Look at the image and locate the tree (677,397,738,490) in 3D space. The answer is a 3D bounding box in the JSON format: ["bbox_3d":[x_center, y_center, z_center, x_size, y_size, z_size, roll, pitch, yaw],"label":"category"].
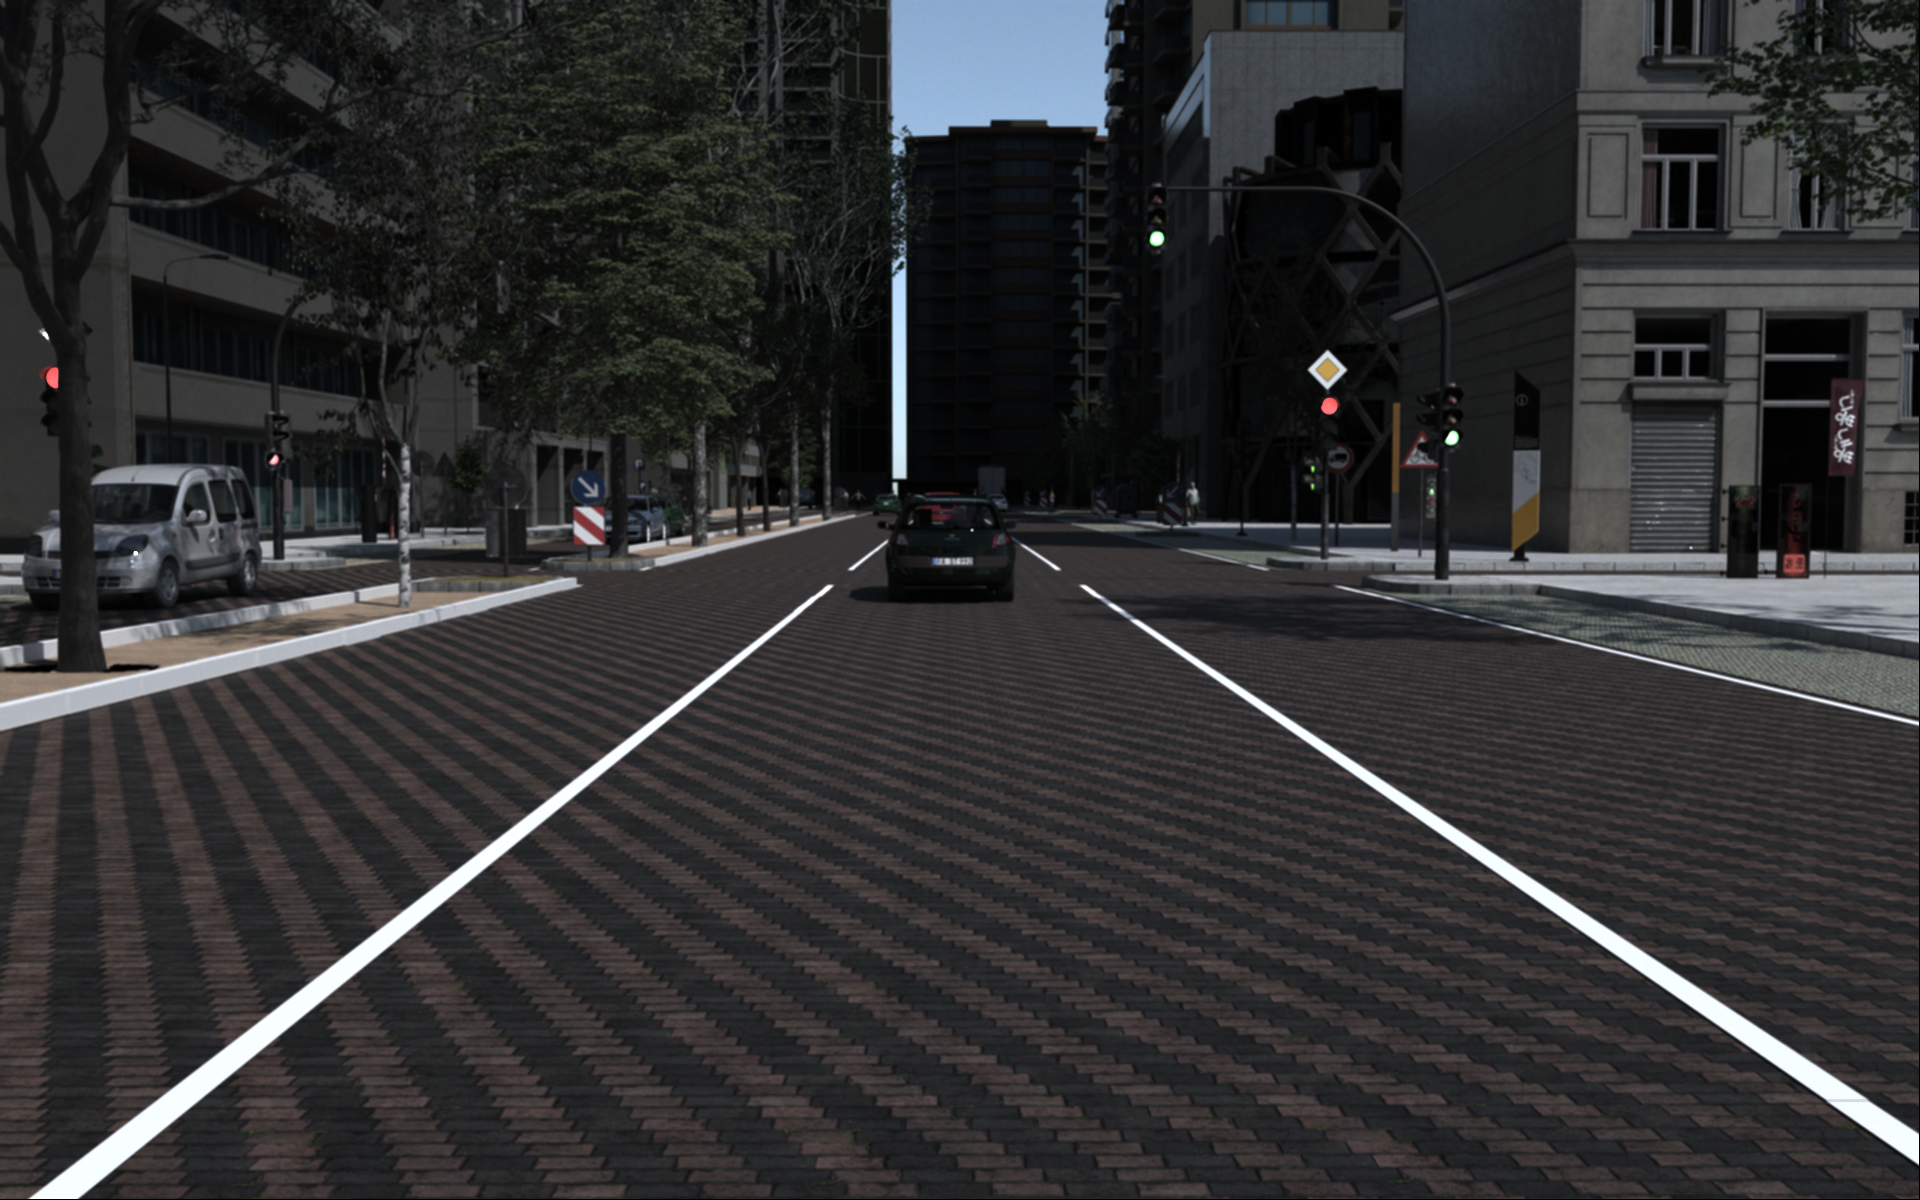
[{"bbox_3d":[-15.976,-9.686,108.736,4.737,8.622,4.395,0,3,0],"label":"tree"}]

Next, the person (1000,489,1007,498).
[{"bbox_3d":[3.543,-8.310,144.331,1.348,1.831,0.705,-3,5,-45],"label":"person"}]

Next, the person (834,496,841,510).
[{"bbox_3d":[-10.535,-8.752,151.595,1.348,1.824,0.705,2,4,28],"label":"person"}]

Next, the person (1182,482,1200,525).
[{"bbox_3d":[9.584,-4.004,71.988,0.782,1.767,0.515,-2,4,-25],"label":"person"}]

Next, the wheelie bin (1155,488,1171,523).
[{"bbox_3d":[8.914,-4.159,75.910,0.693,1.594,0.980,0,4,6],"label":"wheelie bin"}]

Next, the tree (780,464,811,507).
[{"bbox_3d":[-16.674,-11.777,176.259,4.285,4.588,4.351,0,3,0],"label":"tree"}]

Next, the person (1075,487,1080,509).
[{"bbox_3d":[9.861,-8.535,145.224,0.705,1.869,1.348,1,4,11],"label":"person"}]

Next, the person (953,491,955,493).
[{"bbox_3d":[-0.637,-9.143,158.693,0.721,1.736,1.217,-1,4,-12],"label":"person"}]

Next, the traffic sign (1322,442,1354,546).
[{"bbox_3d":[9.267,-2.596,42.547,0.768,2.556,0.104,0,4,3],"label":"traffic sign"}]

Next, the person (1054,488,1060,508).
[{"bbox_3d":[8.864,-9.384,159.437,0.705,1.831,1.348,-1,4,-19],"label":"person"}]

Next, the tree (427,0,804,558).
[{"bbox_3d":[-7.158,-7.050,35.849,7.486,12.596,7.792,0,3,0],"label":"tree"}]

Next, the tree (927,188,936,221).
[{"bbox_3d":[-8.003,-14.074,88.455,12.611,20.169,13.585,0,3,0],"label":"tree"}]

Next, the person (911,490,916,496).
[{"bbox_3d":[-4.108,-9.152,158.589,0.683,1.767,0.568,-3,4,-36],"label":"person"}]

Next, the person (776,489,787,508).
[{"bbox_3d":[-16.939,-9.627,164.178,1.217,1.736,0.721,-3,5,-41],"label":"person"}]

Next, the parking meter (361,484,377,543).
[{"bbox_3d":[-15.506,-2.264,45.433,0.372,1.533,0.369,0,3,0],"label":"parking meter"}]

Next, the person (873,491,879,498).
[{"bbox_3d":[-8.658,-10.547,181.658,1.217,1.736,0.721,-2,4,-29],"label":"person"}]

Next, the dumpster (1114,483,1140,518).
[{"bbox_3d":[8.896,-5.291,92.268,1.264,1.857,1.865,0,4,0],"label":"dumpster"}]

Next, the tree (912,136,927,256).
[{"bbox_3d":[-8.442,-13.298,75.764,12.611,20.169,13.585,0,3,0],"label":"tree"}]

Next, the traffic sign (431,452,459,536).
[{"bbox_3d":[-15.823,-3.254,53.205,0.884,2.594,0.081,0,4,8],"label":"traffic sign"}]

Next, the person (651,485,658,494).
[{"bbox_3d":[-17.279,-5.595,97.621,0.635,1.810,0.391,-1,4,-18],"label":"person"}]

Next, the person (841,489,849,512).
[{"bbox_3d":[-9.052,-7.778,135.536,0.709,1.838,0.599,0,4,5],"label":"person"}]

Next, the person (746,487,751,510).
[{"bbox_3d":[-16.906,-8.105,138.551,0.705,1.826,1.348,0,4,4],"label":"person"}]

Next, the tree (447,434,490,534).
[{"bbox_3d":[-15.767,-3.749,55.898,1.663,3.219,1.824,0,3,0],"label":"tree"}]

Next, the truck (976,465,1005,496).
[{"bbox_3d":[3.072,-11.235,172.599,2.839,4.237,11.283,0,4,-1],"label":"truck"}]

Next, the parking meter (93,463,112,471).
[{"bbox_3d":[-16.337,-1.677,33.132,0.399,1.863,0.255,-2,4,-27],"label":"parking meter"}]

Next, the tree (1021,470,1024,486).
[{"bbox_3d":[8.065,-12.356,185.738,4.285,4.588,4.351,0,3,0],"label":"tree"}]

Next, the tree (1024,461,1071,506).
[{"bbox_3d":[9.358,-11.591,173.230,4.285,4.588,4.351,0,3,0],"label":"tree"}]

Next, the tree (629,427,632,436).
[{"bbox_3d":[-15.556,-10.173,100.735,7.601,10.594,8.767,-2,4,-24],"label":"tree"}]

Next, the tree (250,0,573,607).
[{"bbox_3d":[-7.015,-4.220,21.820,4.360,8.622,3.978,0,3,0],"label":"tree"}]

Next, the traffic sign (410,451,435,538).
[{"bbox_3d":[-15.849,-3.114,51.020,0.768,2.556,0.104,0,4,3],"label":"traffic sign"}]

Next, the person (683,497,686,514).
[{"bbox_3d":[-17.371,-5.917,108.286,0.738,1.151,1.012,1,4,14],"label":"person"}]

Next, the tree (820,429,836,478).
[{"bbox_3d":[-17.255,-16.393,186.157,7.486,12.596,7.792,0,3,0],"label":"tree"}]

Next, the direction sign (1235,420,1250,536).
[{"bbox_3d":[8.661,-3.739,53.127,0.379,3.537,0.876,-1,4,-19],"label":"direction sign"}]

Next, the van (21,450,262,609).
[{"bbox_3d":[-10.750,-0.974,22.935,2.013,2.044,4.112,0,4,-1],"label":"van"}]

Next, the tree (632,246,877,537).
[{"bbox_3d":[-7.318,-7.890,65.878,8.767,10.594,7.601,0,4,0],"label":"tree"}]

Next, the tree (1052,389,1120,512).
[{"bbox_3d":[9.002,-10.419,120.708,4.737,8.622,4.395,0,3,0],"label":"tree"}]

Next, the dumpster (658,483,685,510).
[{"bbox_3d":[-15.770,-5.432,94.570,1.264,1.857,1.865,0,4,-1],"label":"dumpster"}]

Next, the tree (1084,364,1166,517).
[{"bbox_3d":[9.418,-8.984,97.251,4.360,8.622,3.978,0,3,0],"label":"tree"}]

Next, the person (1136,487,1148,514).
[{"bbox_3d":[11.446,-6.345,110.610,1.217,1.723,0.721,3,5,40],"label":"person"}]

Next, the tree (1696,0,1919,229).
[{"bbox_3d":[10.370,-5.453,14.905,9.928,11.665,9.643,0,3,0],"label":"tree"}]

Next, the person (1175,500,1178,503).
[{"bbox_3d":[10.294,-4.443,82.961,0.640,1.303,0.475,-3,4,-38],"label":"person"}]

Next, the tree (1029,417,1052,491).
[{"bbox_3d":[8.318,-12.648,157.157,4.737,8.622,4.395,0,3,0],"label":"tree"}]

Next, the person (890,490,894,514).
[{"bbox_3d":[-4.862,-7.258,127.683,0.721,1.766,1.217,1,4,20],"label":"person"}]

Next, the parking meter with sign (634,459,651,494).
[{"bbox_3d":[-15.928,-5.596,87.758,0.543,3.016,1.738,1,4,11],"label":"parking meter with sign"}]

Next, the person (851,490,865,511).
[{"bbox_3d":[-8.624,-8.459,146.810,1.348,1.823,0.705,-1,4,-10],"label":"person"}]

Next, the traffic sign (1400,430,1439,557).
[{"bbox_3d":[9.334,-2.145,35.081,0.884,2.594,0.081,0,4,1],"label":"traffic sign"}]

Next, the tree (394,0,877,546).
[{"bbox_3d":[-8.322,-11.567,47.460,12.611,20.169,13.585,0,3,0],"label":"tree"}]

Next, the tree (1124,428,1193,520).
[{"bbox_3d":[9.840,-6.259,86.041,4.285,4.588,4.351,0,3,0],"label":"tree"}]

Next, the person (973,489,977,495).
[{"bbox_3d":[1.224,-7.908,137.871,0.705,1.814,1.350,0,4,-4],"label":"person"}]

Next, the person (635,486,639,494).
[{"bbox_3d":[-19.608,-6.096,105.806,0.694,1.812,0.767,-1,4,-10],"label":"person"}]

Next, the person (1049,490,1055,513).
[{"bbox_3d":[6.661,-7.254,127.636,0.617,1.759,0.750,-3,4,-36],"label":"person"}]

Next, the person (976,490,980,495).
[{"bbox_3d":[1.742,-9.156,158.644,0.568,1.767,0.683,0,4,4],"label":"person"}]

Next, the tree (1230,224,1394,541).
[{"bbox_3d":[9.338,-5.932,47.349,4.360,8.622,3.978,0,3,0],"label":"tree"}]

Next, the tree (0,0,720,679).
[{"bbox_3d":[-7.046,-6.151,13.401,12.009,13.543,11.850,0,3,0],"label":"tree"}]
